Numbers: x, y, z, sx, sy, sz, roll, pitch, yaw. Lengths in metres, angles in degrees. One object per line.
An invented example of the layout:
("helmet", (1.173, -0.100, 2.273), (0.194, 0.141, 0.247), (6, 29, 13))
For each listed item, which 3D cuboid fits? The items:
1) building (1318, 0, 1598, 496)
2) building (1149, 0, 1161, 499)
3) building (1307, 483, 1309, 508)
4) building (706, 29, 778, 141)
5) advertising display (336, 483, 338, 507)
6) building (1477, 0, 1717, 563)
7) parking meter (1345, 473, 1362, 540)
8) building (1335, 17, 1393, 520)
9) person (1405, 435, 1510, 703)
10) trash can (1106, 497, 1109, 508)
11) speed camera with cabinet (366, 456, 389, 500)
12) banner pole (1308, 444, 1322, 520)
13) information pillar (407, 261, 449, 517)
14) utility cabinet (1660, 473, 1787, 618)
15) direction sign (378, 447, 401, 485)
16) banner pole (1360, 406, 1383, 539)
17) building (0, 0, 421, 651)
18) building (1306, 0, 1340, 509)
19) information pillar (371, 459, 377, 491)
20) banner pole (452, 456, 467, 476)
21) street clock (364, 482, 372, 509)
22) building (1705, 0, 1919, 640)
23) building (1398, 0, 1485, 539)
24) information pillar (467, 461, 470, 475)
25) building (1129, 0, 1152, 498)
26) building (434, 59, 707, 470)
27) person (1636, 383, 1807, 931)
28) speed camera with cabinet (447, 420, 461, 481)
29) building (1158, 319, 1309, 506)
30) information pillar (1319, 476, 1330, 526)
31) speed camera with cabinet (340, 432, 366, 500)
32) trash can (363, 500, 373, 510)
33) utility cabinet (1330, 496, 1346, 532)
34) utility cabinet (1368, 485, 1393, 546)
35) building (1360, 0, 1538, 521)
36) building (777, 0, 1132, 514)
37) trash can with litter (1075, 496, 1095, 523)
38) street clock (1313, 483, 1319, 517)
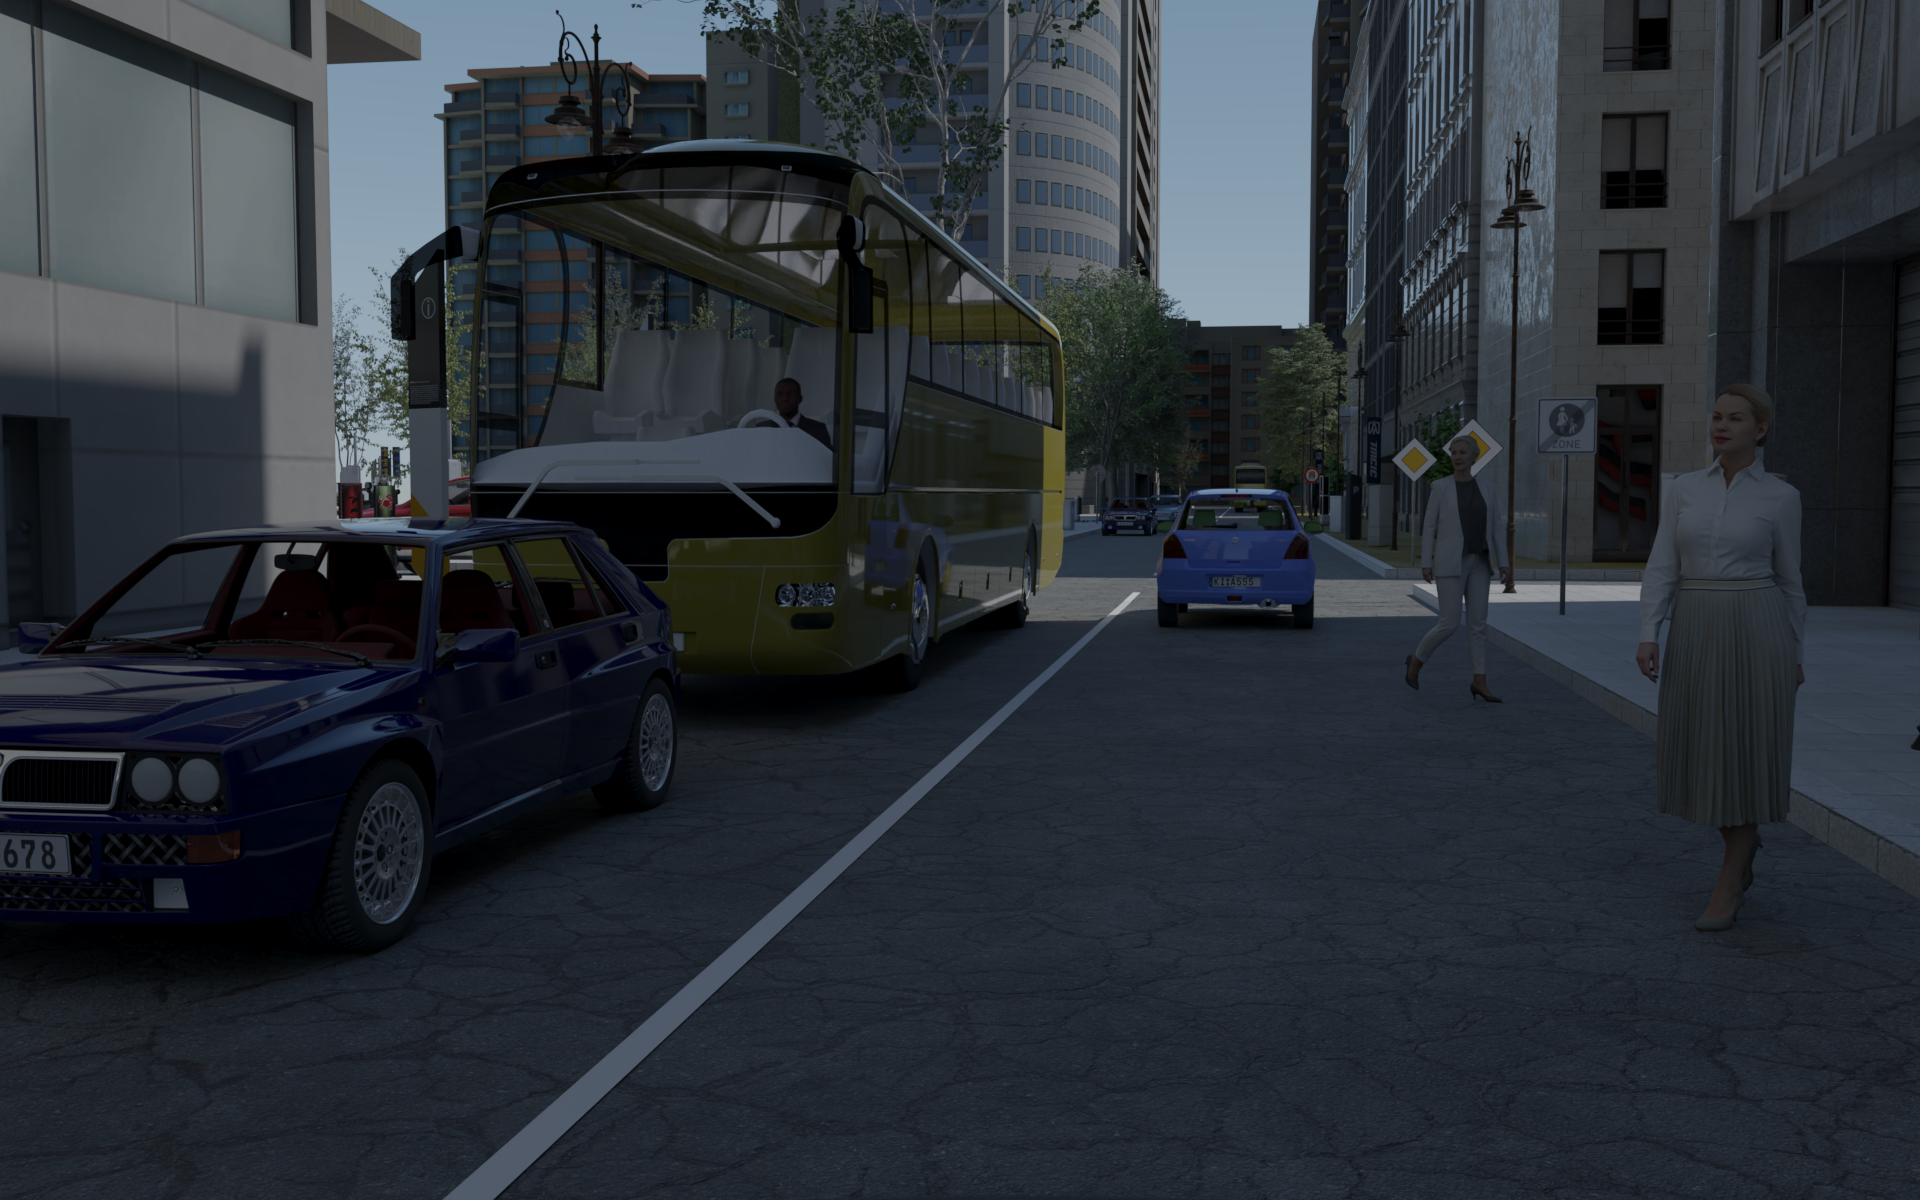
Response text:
("building", (39.119, -29.241, 132.718), (22.147, 44.769, 28.867), (1, 4, 9))
("building", (9.004, -44.800, 170.732), (20.611, 71.187, 20.563), (1, 4, 9))
("building", (41.186, -29.690, 169.018), (14.154, 41.232, 14.086), (1, 4, 9))
("building", (-12.015, -33.637, 173.663), (21.600, 48.544, 21.300), (1, 4, 9))
("advertising display", (-34.300, -5.571, 96.296), (0.974, 1.923, 0.123), (-2, 4, -28))
("building", (20.130, -11.057, 35.533), (16.860, 20.320, 10.420), (1, 4, 9))
("parking meter", (11.009, -2.613, 48.432), (0.399, 1.863, 0.255), (-1, 4, -20))
("building", (27.836, -18.817, 93.566), (13.634, 28.700, 20.117), (1, 4, 9))
("person", (3.487, -0.232, 12.167), (0.514, 1.842, 0.818), (-2, 4, -29))
("trash can", (8.379, -5.331, 98.811), (0.748, 1.137, 0.748), (0, 3, 0))
("speed camera with cabinet", (-30.381, -5.780, 88.845), (2.038, 3.252, 0.660), (-2, 4, -32))
("banner pole", (17.695, -5.868, 85.965), (0.863, 3.779, 0.401), (-1, 4, -15))
("information pillar", (-5.141, -1.555, 16.781), (0.504, 3.616, 0.183), (2, 4, 34))
("utility cabinet", (7.800, -0.553, 17.714), (1.173, 1.500, 0.318), (0, 4, -3))
("direction sign", (-27.201, -5.553, 82.795), (0.876, 3.537, 0.379), (-1, 4, -17))
("banner pole", (11.672, -3.636, 49.474), (0.863, 3.779, 0.401), (-1, 4, -16))
("building", (-20.860, -25.669, 8.925), (27.495, 52.752, 28.713), (1, 4, 9))
("building", (38.483, -30.855, 154.588), (14.600, 45.320, 14.200), (1, 4, 9))
("information pillar", (-38.736, -7.534, 114.540), (0.504, 3.616, 0.183), (2, 4, 31))
("banner pole", (-30.744, -7.065, 105.526), (0.863, 3.779, 0.401), (0, 4, 5))
("street clock", (-35.018, -5.993, 102.559), (0.471, 2.002, 0.358), (2, 4, 35))
("building", (13.297, -11.710, 9.476), (12.078, 24.808, 19.932), (1, 4, 9))
("building", (18.602, -12.333, 50.796), (9.793, 20.994, 18.267), (1, 4, 9))
("information pillar", (-31.995, -7.448, 113.128), (0.504, 3.616, 0.183), (3, 4, 39))
("building", (4.838, -31.968, 146.378), (21.300, 48.544, 21.600), (1, 4, 9))
("building", (-36.898, -32.009, 177.963), (28.867, 44.769, 22.147), (1, 4, 9))
("person", (2.614, 0.175, 5.872), (0.641, 1.798, 0.478), (-3, 5, -43))
("speed camera with cabinet", (-13.463, -3.218, 46.951), (0.660, 3.252, 2.038), (2, 4, 28))
("building", (26.554, -22.013, 204.949), (28.899, 21.520, 27.650), (1, 4, 9))
("information pillar", (14.721, -4.002, 69.931), (0.304, 2.012, 0.304), (-1, 4, -10))
("speed camera with cabinet", (-19.756, -3.781, 56.162), (0.660, 3.252, 2.038), (-1, 4, -17))
("trash can", (-14.599, -1.853, 41.948), (0.748, 1.137, 0.748), (0, 3, 0))
("utility cabinet", (12.896, -2.917, 58.861), (0.306, 1.237, 1.020), (-1, 4, -9))
("utility cabinet", (10.360, -2.072, 42.557), (0.318, 1.500, 1.173), (2, 4, 33))
("building", (24.690, -17.007, 71.577), (14.314, 27.812, 24.014), (1, 4, 9))
("building", (0.589, -35.448, 121.578), (21.231, 58.520, 28.212), (1, 4, 9))
("trash can with litter", (5.298, -4.132, 78.616), (1.678, 1.210, 2.233), (0, 4, 4))
("street clock", (20.200, -5.735, 98.330), (0.358, 2.002, 0.471), (0, 4, -6))
